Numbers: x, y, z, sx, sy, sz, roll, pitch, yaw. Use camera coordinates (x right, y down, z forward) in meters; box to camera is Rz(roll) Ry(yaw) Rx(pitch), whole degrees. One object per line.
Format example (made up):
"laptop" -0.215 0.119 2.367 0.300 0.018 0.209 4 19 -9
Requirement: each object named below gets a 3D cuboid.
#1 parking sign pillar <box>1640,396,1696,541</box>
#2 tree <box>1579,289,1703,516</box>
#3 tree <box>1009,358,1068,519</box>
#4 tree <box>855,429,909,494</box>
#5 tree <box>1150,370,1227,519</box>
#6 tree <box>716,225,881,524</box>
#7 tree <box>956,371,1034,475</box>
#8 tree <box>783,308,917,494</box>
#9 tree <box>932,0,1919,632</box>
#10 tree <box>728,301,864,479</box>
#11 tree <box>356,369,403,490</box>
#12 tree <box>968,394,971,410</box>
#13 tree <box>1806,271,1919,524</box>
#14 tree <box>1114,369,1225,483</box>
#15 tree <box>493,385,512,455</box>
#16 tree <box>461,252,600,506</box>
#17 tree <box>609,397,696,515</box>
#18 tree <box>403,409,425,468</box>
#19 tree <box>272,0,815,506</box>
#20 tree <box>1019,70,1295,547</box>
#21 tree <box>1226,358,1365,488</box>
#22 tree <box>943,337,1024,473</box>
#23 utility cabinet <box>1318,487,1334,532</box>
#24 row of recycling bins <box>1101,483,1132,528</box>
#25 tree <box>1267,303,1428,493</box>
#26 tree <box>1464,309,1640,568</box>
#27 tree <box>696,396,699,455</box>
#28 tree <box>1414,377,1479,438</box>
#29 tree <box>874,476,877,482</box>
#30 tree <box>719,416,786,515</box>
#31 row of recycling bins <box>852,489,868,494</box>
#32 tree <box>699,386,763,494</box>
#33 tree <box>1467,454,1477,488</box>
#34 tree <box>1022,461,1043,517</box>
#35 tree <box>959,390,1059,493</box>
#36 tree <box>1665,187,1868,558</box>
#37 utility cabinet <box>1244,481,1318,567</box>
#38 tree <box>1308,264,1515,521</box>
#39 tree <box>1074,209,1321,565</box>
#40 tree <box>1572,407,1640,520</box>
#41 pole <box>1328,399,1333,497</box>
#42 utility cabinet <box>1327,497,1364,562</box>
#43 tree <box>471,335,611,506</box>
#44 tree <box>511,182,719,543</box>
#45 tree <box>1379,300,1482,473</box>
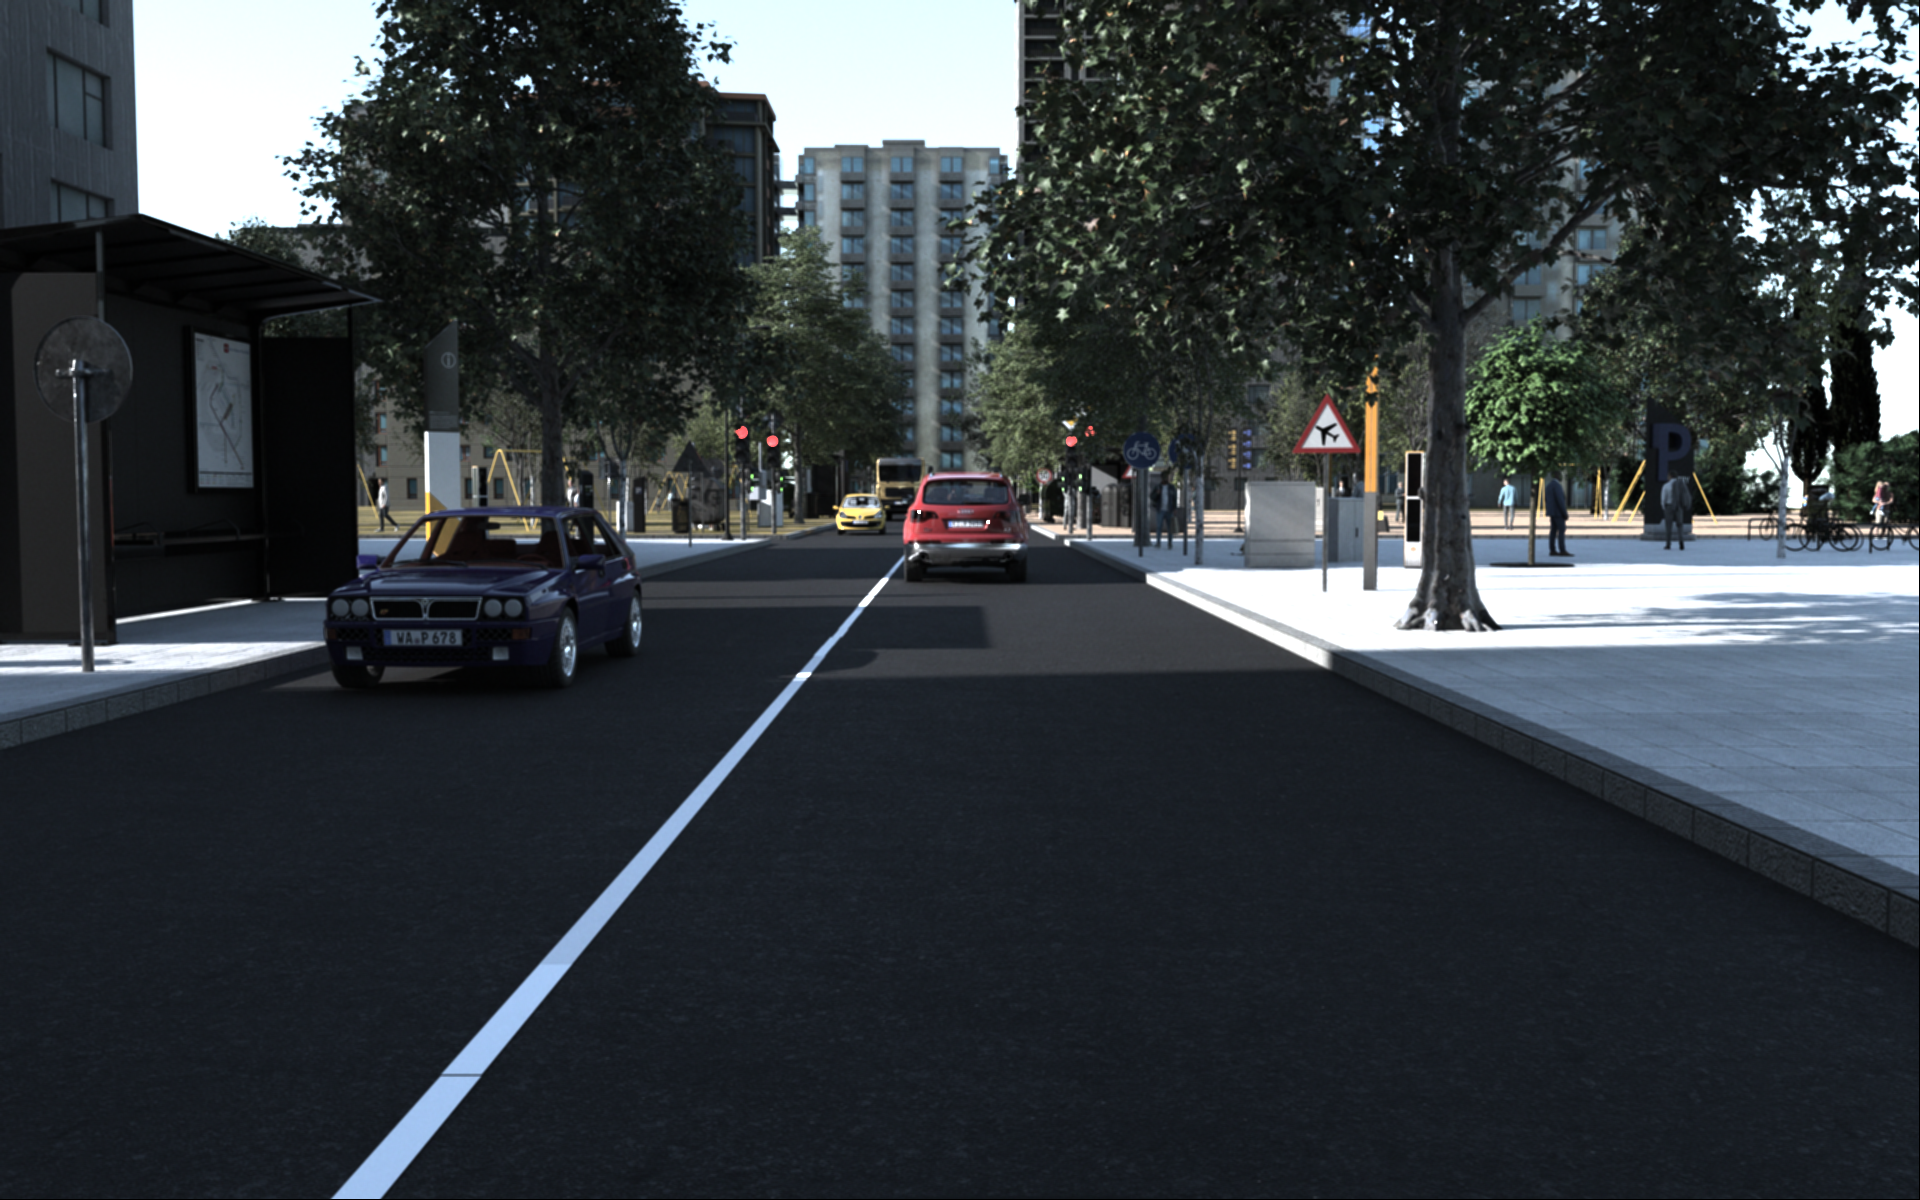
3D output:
"parking sign pillar" 19.576 -3.628 47.785 1.447 3.967 1.447 -1 4 -19
"tree" 46.131 -12.766 110.546 13.155 14.587 18.604 2 4 30
"tree" 4.195 -8.486 89.104 4.737 8.622 4.395 0 3 0
"tree" -7.284 -11.692 141.531 4.737 8.622 4.395 0 3 0
"tree" 12.801 -8.970 97.026 4.737 8.622 4.395 0 3 0
"tree" -6.953 -9.482 73.155 7.486 12.596 7.792 0 3 0
"tree" 4.592 -15.964 171.382 12.009 13.543 11.850 0 3 0
"tree" -7.698 -12.907 117.691 9.857 13.997 8.962 0 3 0
"tree" 4.540 -6.069 16.229 9.611 12.733 9.660 0 3 0
"tree" -8.030 -9.084 82.941 7.601 10.594 8.767 1 4 15
"tree" -34.142 -8.929 96.350 4.360 8.622 3.978 0 3 0
"tree" 4.924 -8.909 63.791 7.486 12.596 7.792 0 3 0
"tree" 51.762 -11.624 91.878 18.604 14.587 13.155 -2 4 -24
"tree" 14.503 -11.369 120.300 8.767 10.594 7.601 1 4 12
"tree" -16.672 -7.218 68.377 4.360 8.622 3.978 0 3 0
"tree" -22.674 -10.914 88.817 12.009 13.543 11.850 0 3 0
"tree" -19.665 -9.630 107.805 4.737 8.622 4.395 0 3 0
"tree" -31.703 -9.370 103.564 4.360 8.622 3.978 0 3 0
"tree" -7.361 -6.947 30.596 9.611 12.733 9.660 0 3 0
"tree" 4.620 -7.561 41.752 7.486 12.596 7.792 0 3 0
"tree" 22.964 -10.765 110.416 8.767 10.594 7.601 -2 4 -33
"tree" 3.759 -21.521 207.755 12.611 20.169 13.585 0 3 0
"utility cabinet" 11.943 -3.027 58.167 1.173 1.500 0.318 2 4 24
"row of recycling bins" 6.466 -3.623 66.354 1.069 1.692 3.534 -2 4 -24
"tree" 14.434 -6.884 62.917 4.737 8.622 4.395 0 3 0
"tree" 10.234 -2.873 30.688 4.285 4.588 4.351 0 3 0
"tree" -16.150 -10.037 114.468 4.737 8.622 4.395 0 3 0
"tree" 26.733 -8.710 92.772 4.360 8.622 3.978 0 3 0
"tree" -7.442 -12.014 180.139 4.285 4.588 4.351 0 3 0
"tree" -13.141 -9.641 107.986 4.360 8.622 3.978 0 3 0
"row of recycling bins" -8.583 -7.463 129.137 3.534 1.692 1.069 -1 4 -16
"tree" -12.664 -9.226 101.209 4.737 8.622 4.395 0 3 0
"tree" 31.218 -9.963 113.254 4.737 8.622 4.395 0 3 0
"tree" 4.260 -6.403 99.285 1.663 3.219 1.824 0 3 0
"tree" 4.406 -12.721 142.408 8.767 10.594 7.601 -2 4 -27
"tree" 16.511 -5.167 34.835 4.737 8.622 4.395 0 3 0
"utility cabinet" 5.547 -1.308 30.058 1.173 1.500 0.318 0 4 -7
"tree" 21.693 -10.513 82.249 12.009 13.543 11.850 0 3 0
"tree" 4.106 -4.947 31.242 4.360 8.622 3.978 0 3 0
"tree" 31.946 -8.276 85.671 4.360 8.622 3.978 0 3 0
"pole" 7.948 -2.665 37.410 0.158 3.312 0.155 0 3 0
"utility cabinet" 7.326 -1.330 32.903 0.306 1.237 1.020 3 5 43
"tree" -28.402 -11.375 111.731 9.928 11.665 9.643 0 3 0
"tree" -7.573 -5.400 38.660 4.360 8.622 3.978 0 3 0
"tree" 26.753 -11.129 100.092 7.486 12.596 7.792 0 3 0
